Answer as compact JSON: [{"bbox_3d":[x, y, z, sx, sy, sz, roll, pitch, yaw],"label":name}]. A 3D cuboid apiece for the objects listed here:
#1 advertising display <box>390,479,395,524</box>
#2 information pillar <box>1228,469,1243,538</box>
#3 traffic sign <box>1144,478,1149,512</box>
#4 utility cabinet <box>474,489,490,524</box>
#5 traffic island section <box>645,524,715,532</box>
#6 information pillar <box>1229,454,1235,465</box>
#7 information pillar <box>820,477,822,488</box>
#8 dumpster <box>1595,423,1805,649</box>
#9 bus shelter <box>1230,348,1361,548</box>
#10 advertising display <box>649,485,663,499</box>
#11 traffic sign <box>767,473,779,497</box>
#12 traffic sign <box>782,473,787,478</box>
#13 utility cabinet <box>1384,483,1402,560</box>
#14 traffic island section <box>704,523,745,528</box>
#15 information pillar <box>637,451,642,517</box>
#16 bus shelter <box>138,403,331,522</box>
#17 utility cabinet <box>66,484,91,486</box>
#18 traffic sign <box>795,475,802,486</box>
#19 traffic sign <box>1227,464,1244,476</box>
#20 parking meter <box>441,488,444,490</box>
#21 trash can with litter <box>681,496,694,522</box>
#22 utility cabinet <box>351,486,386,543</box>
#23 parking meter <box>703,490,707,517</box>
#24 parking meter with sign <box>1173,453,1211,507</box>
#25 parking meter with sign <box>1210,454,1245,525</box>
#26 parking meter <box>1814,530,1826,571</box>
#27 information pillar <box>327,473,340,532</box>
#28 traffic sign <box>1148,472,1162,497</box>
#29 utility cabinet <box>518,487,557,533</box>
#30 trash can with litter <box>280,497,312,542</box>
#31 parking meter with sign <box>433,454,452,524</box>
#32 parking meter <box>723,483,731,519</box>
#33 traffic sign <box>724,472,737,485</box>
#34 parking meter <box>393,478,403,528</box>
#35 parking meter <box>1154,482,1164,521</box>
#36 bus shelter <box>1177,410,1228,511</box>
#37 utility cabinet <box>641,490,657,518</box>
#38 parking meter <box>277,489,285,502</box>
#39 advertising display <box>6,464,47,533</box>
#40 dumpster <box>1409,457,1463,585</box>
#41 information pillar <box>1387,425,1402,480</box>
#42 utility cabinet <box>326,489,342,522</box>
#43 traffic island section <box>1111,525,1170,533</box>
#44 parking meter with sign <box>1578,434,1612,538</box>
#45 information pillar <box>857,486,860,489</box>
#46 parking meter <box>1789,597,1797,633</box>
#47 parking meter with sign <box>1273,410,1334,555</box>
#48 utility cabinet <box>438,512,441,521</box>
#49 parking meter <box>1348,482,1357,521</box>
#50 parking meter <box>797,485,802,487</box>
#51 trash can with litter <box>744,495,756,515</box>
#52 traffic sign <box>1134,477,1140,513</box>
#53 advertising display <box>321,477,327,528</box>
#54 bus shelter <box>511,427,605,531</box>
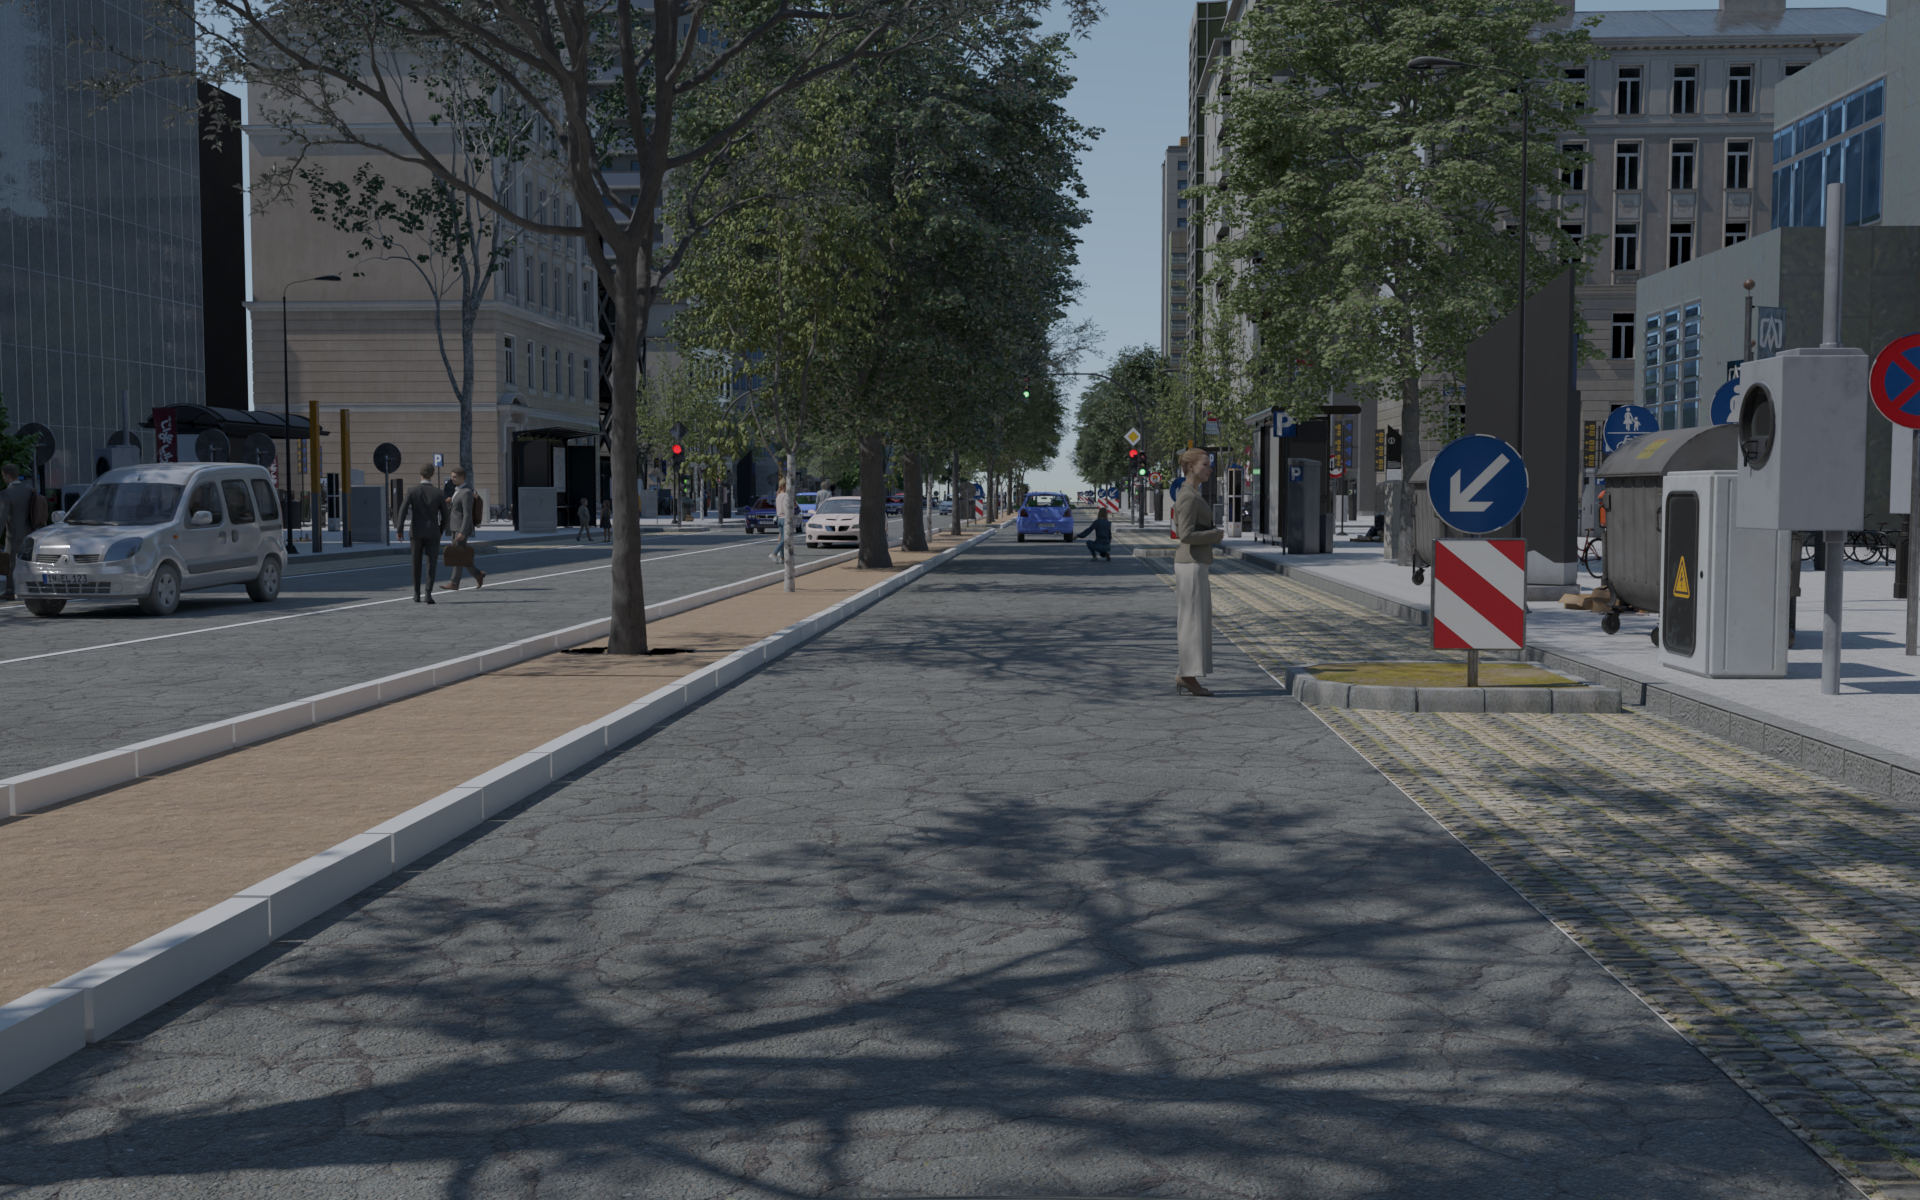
[{"bbox_3d":[-24.473,-4.287,75.305,0.123,1.923,0.974,0,4,8],"label":"advertising display"},{"bbox_3d":[8.073,-2.835,50.839,0.304,2.012,0.304,-2,4,-26],"label":"information pillar"},{"bbox_3d":[11.151,-6.270,104.649,0.606,2.300,0.079,1,4,8],"label":"traffic sign"},{"bbox_3d":[-20.832,-4.023,74.461,1.173,1.500,0.318,1,4,8],"label":"utility cabinet"},{"bbox_3d":[-10.728,-2.682,66.123,2.009,0.180,2.903,0,4,3],"label":"traffic island section"},{"bbox_3d":[15.674,-6.643,99.968,0.504,3.616,0.183,-3,5,-39],"label":"information pillar"},{"bbox_3d":[-10.988,-8.938,137.495,0.183,3.616,0.504,-1,4,-15],"label":"information pillar"},{"bbox_3d":[6.407,-0.567,15.033,1.264,1.857,1.865,0,4,4],"label":"dumpster"},{"bbox_3d":[8.667,-4.132,45.184,2.179,5.291,8.768,0,4,3],"label":"bus shelter"},{"bbox_3d":[-21.887,-7.301,124.589,0.974,1.923,0.123,-1,4,-14],"label":"advertising display"},{"bbox_3d":[-11.486,-6.487,106.171,0.768,2.556,0.104,1,4,12],"label":"traffic sign"},{"bbox_3d":[-10.330,-6.348,103.902,0.768,2.556,0.104,0,4,5],"label":"traffic sign"},{"bbox_3d":[8.832,-1.527,33.648,1.173,1.500,0.318,-1,4,-17],"label":"utility cabinet"},{"bbox_3d":[-10.253,-3.169,74.094,2.009,0.180,2.903,0,4,3],"label":"traffic island section"},{"bbox_3d":[-17.604,-6.344,95.077,0.183,3.616,0.504,1,4,11],"label":"information pillar"},{"bbox_3d":[-17.163,-2.904,41.403,2.014,3.302,5.546,0,4,3],"label":"bus shelter"},{"bbox_3d":[-18.668,-1.749,37.269,1.173,1.500,0.318,1,4,22],"label":"utility cabinet"},{"bbox_3d":[-11.149,-7.203,117.769,0.884,2.594,0.081,1,4,9],"label":"traffic sign"},{"bbox_3d":[11.476,-4.418,72.340,0.768,2.556,0.104,0,4,5],"label":"traffic sign"},{"bbox_3d":[-19.362,-3.476,65.237,0.372,1.533,0.369,0,3,0],"label":"parking meter"},{"bbox_3d":[-12.632,-4.240,80.715,0.624,1.170,1.055,-2,4,-27],"label":"trash can with litter"},{"bbox_3d":[-15.520,-2.240,45.303,1.173,1.500,0.318,1,4,23],"label":"utility cabinet"},{"bbox_3d":[-14.487,-5.481,98.022,0.372,1.533,0.369,0,3,0],"label":"parking meter"},{"bbox_3d":[10.075,-4.814,74.971,1.738,3.016,0.543,2,4,32],"label":"parking meter with sign"},{"bbox_3d":[11.416,-4.624,71.859,1.738,3.016,0.543,0,4,1],"label":"parking meter with sign"},{"bbox_3d":[14.501,-1.420,28.926,0.399,1.863,0.255,0,4,1],"label":"parking meter"},{"bbox_3d":[-21.442,-3.350,59.269,0.304,2.012,0.304,1,4,14],"label":"information pillar"},{"bbox_3d":[11.181,-6.065,99.270,0.768,2.556,0.104,1,4,10],"label":"traffic sign"},{"bbox_3d":[-13.773,-2.926,56.519,1.173,1.500,0.318,-2,4,-28],"label":"utility cabinet"},{"bbox_3d":[-18.301,-2.156,46.307,2.233,1.210,1.678,-1,4,-18],"label":"trash can with litter"},{"bbox_3d":[-22.152,-4.865,75.796,0.543,3.016,1.738,2,4,32],"label":"parking meter with sign"},{"bbox_3d":[-12.232,-5.213,90.940,0.399,1.863,0.255,-3,5,-40],"label":"parking meter"},{"bbox_3d":[-13.216,-6.092,99.714,0.768,2.556,0.104,1,4,12],"label":"traffic sign"},{"bbox_3d":[-21.104,-3.629,65.052,0.255,1.863,0.399,-3,5,-41],"label":"parking meter"},{"bbox_3d":[9.512,-4.714,82.792,0.255,1.863,0.399,-3,5,-41],"label":"parking meter"},{"bbox_3d":[11.317,-6.320,80.961,2.179,5.291,8.768,0,4,3],"label":"bus shelter"},{"bbox_3d":[-16.553,-5.107,92.174,0.318,1.500,1.173,1,4,19],"label":"utility cabinet"},{"bbox_3d":[-32.174,-4.507,82.096,0.372,1.533,0.369,0,3,0],"label":"parking meter"},{"bbox_3d":[-17.363,-1.635,31.947,0.974,1.923,0.123,0,4,2],"label":"advertising display"},{"bbox_3d":[6.903,-1.088,23.553,1.264,1.857,1.865,0,4,3],"label":"dumpster"},{"bbox_3d":[14.474,-4.065,57.816,0.504,3.616,0.183,1,4,15],"label":"information pillar"},{"bbox_3d":[-28.277,-4.297,78.932,1.173,1.500,0.318,-3,5,-40],"label":"utility cabinet"},{"bbox_3d":[6.832,-2.618,65.077,2.009,0.180,2.903,0,4,3],"label":"traffic island section"},{"bbox_3d":[18.676,-3.345,50.957,0.543,3.016,1.738,-1,4,-10],"label":"parking meter with sign"},{"bbox_3d":[-8.522,-9.389,144.859,0.183,3.616,0.504,2,4,27],"label":"information pillar"},{"bbox_3d":[7.382,-0.445,15.684,0.372,1.533,0.369,0,3,0],"label":"parking meter"},{"bbox_3d":[7.364,-2.486,36.913,0.543,3.016,1.738,3,5,42],"label":"parking meter with sign"},{"bbox_3d":[-24.832,-4.362,82.481,0.306,1.237,1.020,0,4,-8],"label":"utility cabinet"},{"bbox_3d":[18.790,-4.719,82.861,0.399,1.863,0.255,-3,5,-40],"label":"parking meter"},{"bbox_3d":[-10.651,-6.644,114.342,0.255,1.863,0.399,2,4,30],"label":"parking meter"},{"bbox_3d":[-12.299,-5.655,103.510,1.678,1.210,2.233,-3,4,-38],"label":"trash can with litter"},{"bbox_3d":[12.178,-7.260,118.800,0.768,2.556,0.104,1,4,12],"label":"traffic sign"},{"bbox_3d":[-24.253,-3.702,65.747,0.123,1.923,0.974,1,4,19],"label":"advertising display"},{"bbox_3d":[-14.644,-4.414,63.458,1.731,3.624,6.357,0,4,4],"label":"bus shelter"}]
